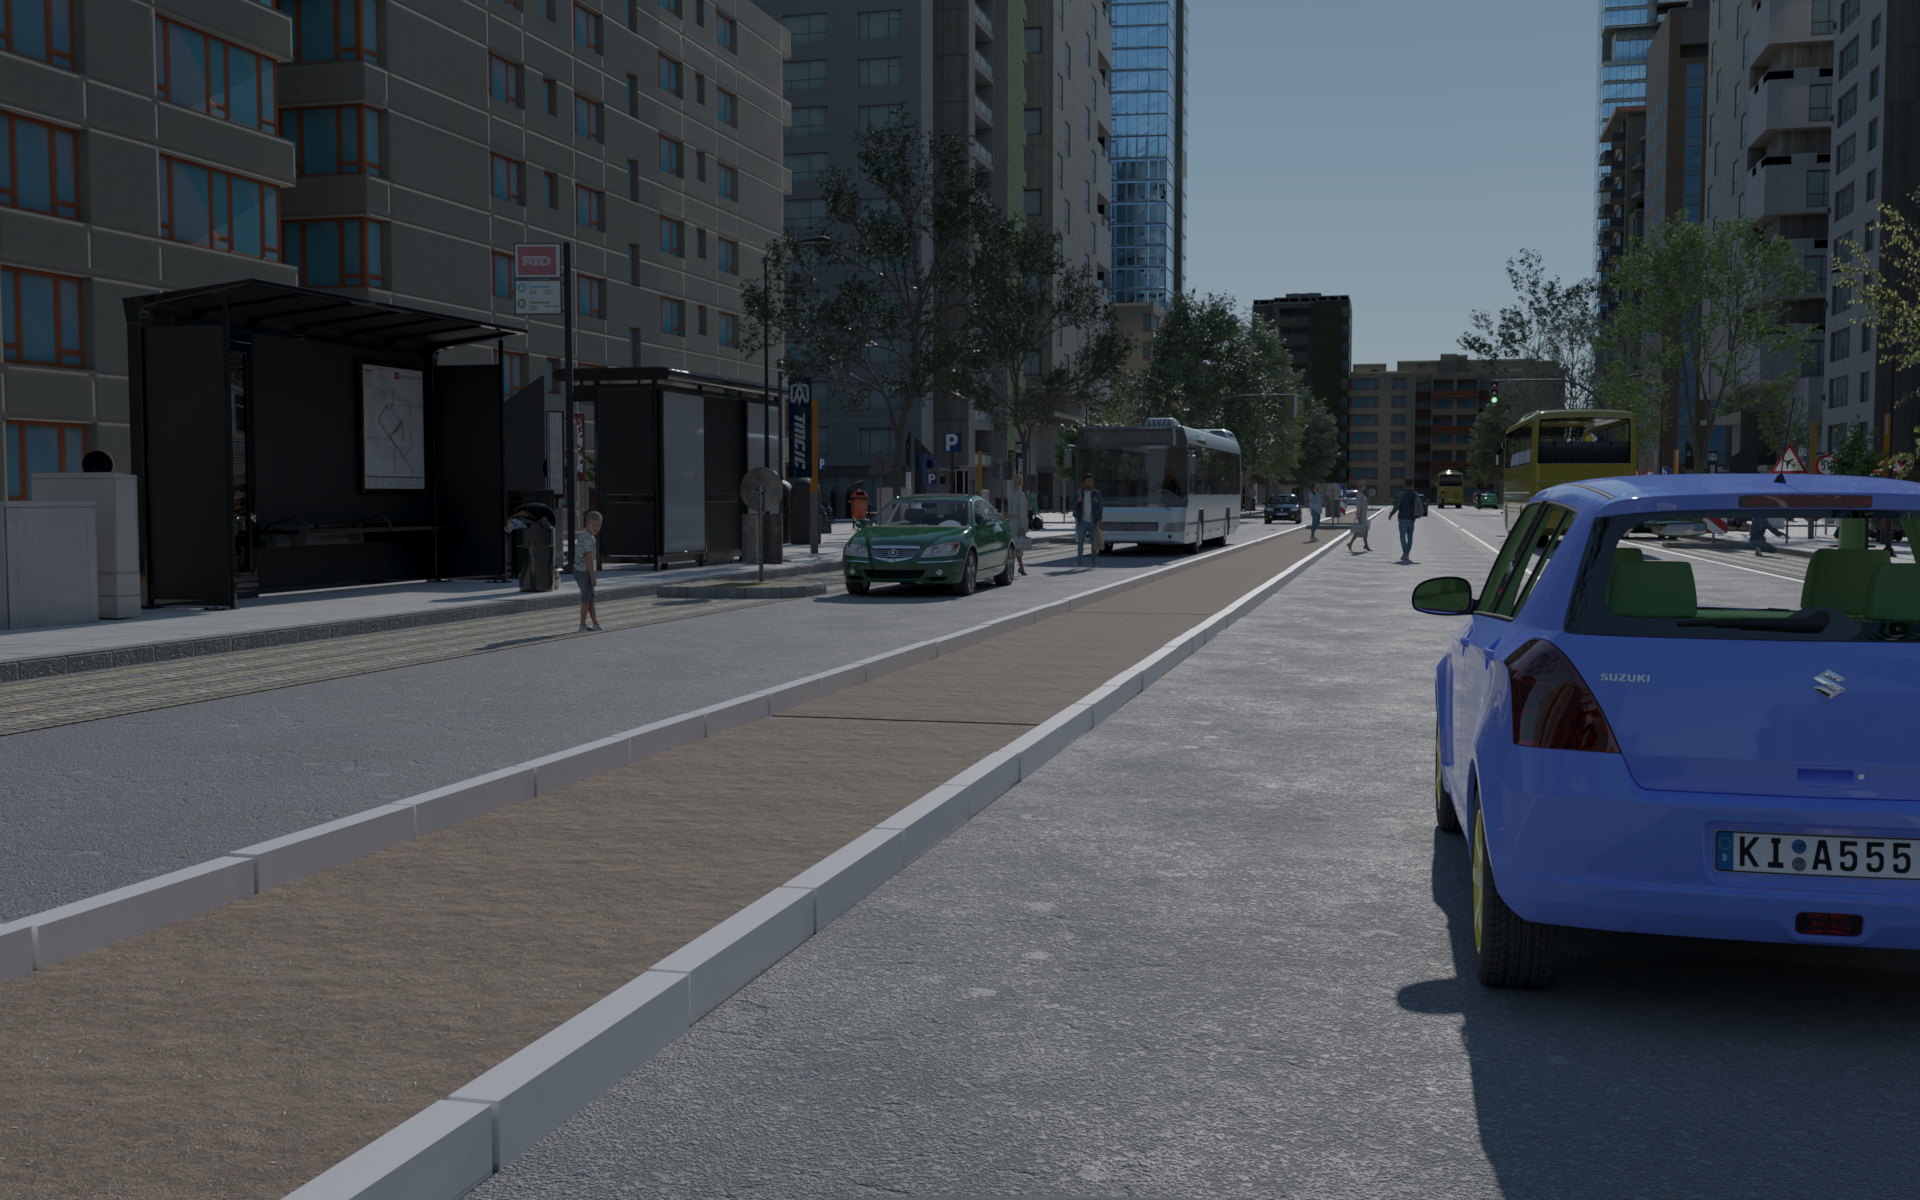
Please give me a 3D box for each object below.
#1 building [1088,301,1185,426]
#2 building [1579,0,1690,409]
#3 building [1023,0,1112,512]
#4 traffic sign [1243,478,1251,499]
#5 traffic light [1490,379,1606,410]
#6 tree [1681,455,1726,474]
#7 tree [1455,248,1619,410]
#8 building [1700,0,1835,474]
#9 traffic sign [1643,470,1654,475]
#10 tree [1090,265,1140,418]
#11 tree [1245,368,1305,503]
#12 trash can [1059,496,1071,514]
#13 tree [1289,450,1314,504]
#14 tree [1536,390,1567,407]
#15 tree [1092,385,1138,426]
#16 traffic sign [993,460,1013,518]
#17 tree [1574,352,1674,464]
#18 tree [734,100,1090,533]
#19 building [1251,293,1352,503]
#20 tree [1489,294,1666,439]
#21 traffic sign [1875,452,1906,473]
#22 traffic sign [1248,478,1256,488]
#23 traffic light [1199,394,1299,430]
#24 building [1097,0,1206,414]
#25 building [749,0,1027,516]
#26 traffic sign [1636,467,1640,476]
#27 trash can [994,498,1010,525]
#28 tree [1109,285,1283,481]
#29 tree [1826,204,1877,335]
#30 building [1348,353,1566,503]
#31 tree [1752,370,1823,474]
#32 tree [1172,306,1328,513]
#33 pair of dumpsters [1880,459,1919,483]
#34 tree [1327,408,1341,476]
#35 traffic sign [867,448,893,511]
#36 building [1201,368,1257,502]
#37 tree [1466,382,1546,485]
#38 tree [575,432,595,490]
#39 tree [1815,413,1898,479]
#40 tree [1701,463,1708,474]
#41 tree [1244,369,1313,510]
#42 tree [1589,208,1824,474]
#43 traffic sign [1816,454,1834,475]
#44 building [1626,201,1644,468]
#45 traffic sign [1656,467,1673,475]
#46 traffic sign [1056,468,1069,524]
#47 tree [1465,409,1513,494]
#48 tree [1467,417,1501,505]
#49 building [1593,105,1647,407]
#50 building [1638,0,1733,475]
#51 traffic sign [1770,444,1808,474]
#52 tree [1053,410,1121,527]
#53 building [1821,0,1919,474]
[{"bbox_3d":[7.573,-20.084,173.418,27.650,21.520,28.899,1,4,14],"label":"building"},{"bbox_3d":[101.132,-56.817,241.625,31.000,86.520,22.319,1,4,14],"label":"building"},{"bbox_3d":[-3.458,-33.234,132.616,28.713,52.752,27.495,1,4,14],"label":"building"},{"bbox_3d":[21.968,-8.149,133.341,0.768,2.556,0.104,1,4,16],"label":"traffic sign"},{"bbox_3d":[23.335,-5.727,68.297,4.771,5.953,1.251,1,4,14],"label":"traffic light"},{"bbox_3d":[59.217,-9.425,137.806,4.285,4.588,4.351,0,3,0],"label":"tree"},{"bbox_3d":[44.422,-17.133,136.014,12.611,20.169,13.585,0,3,0],"label":"tree"},{"bbox_3d":[67.413,-32.347,118.112,28.713,52.752,27.495,1,4,14],"label":"building"},{"bbox_3d":[36.851,-5.656,92.574,0.768,2.556,0.104,1,4,17],"label":"traffic sign"},{"bbox_3d":[2.383,-7.525,57.443,8.767,10.594,7.601,3,5,39],"label":"tree"},{"bbox_3d":[26.591,-14.214,150.533,7.486,12.596,7.792,0,3,0],"label":"tree"},{"bbox_3d":[6.775,-6.129,111.869,0.748,1.137,0.748,0,3,0],"label":"trash can"},{"bbox_3d":[43.990,-16.544,220.853,4.360,8.622,3.978,0,3,0],"label":"tree"},{"bbox_3d":[41.394,-10.424,120.791,4.737,8.622,4.395,0,3,0],"label":"tree"},{"bbox_3d":[9.727,-9.716,109.221,4.360,8.622,3.978,0,3,0],"label":"tree"},{"bbox_3d":[1.266,-3.017,51.456,0.606,2.300,0.079,1,4,19],"label":"traffic sign"},{"bbox_3d":[34.693,-8.531,89.841,4.737,8.622,4.395,0,3,0],"label":"tree"},{"bbox_3d":[-1.679,-6.586,42.087,8.767,10.594,7.601,1,4,10],"label":"tree"},{"bbox_3d":[49.729,-29.391,252.247,14.107,30.474,14.160,1,4,14],"label":"building"},{"bbox_3d":[38.056,-12.046,107.319,12.009,13.543,11.850,0,3,0],"label":"tree"},{"bbox_3d":[24.022,-2.744,44.875,0.884,2.594,0.081,1,4,20],"label":"traffic sign"},{"bbox_3d":[22.480,-8.181,133.864,0.768,2.556,0.104,1,4,22],"label":"traffic sign"},{"bbox_3d":[13.044,-6.403,79.353,4.771,5.953,1.251,1,4,14],"label":"traffic light"},{"bbox_3d":[15.237,-54.913,210.490,31.000,86.520,22.319,1,4,14],"label":"building"},{"bbox_3d":[-4.422,-25.592,102.022,14.154,41.232,14.086,1,4,14],"label":"building"},{"bbox_3d":[29.847,-4.708,77.083,0.768,2.556,0.104,1,4,17],"label":"traffic sign"},{"bbox_3d":[1.692,-3.481,68.564,0.748,1.137,0.748,0,3,0],"label":"trash can"},{"bbox_3d":[13.022,-10.903,95.265,9.611,12.733,9.660,0,3,0],"label":"tree"},{"bbox_3d":[17.953,-4.903,30.523,4.360,8.622,3.978,0,3,0],"label":"tree"},{"bbox_3d":[72.468,-25.049,254.591,28.899,21.520,27.650,1,4,14],"label":"building"},{"bbox_3d":[48.661,-9.280,102.086,4.737,8.622,4.395,0,3,0],"label":"tree"},{"bbox_3d":[19.144,-13.015,119.442,9.857,13.997,8.962,0,3,0],"label":"tree"},{"bbox_3d":[25.143,-2.749,47.432,1.574,2.255,4.437,1,4,14],"label":"pair of dumpsters"},{"bbox_3d":[39.014,-17.750,196.863,9.857,13.997,8.962,0,3,0],"label":"tree"},{"bbox_3d":[-2.264,-3.015,49.295,0.884,2.594,0.081,1,4,22],"label":"traffic sign"},{"bbox_3d":[30.235,-25.680,264.908,28.899,21.520,27.650,1,4,14],"label":"building"},{"bbox_3d":[60.406,-17.354,190.386,9.857,13.997,8.962,0,3,0],"label":"tree"},{"bbox_3d":[-9.465,-3.165,46.346,1.663,3.219,1.824,0,3,0],"label":"tree"},{"bbox_3d":[21.445,-2.869,41.509,1.663,3.219,1.824,0,3,0],"label":"tree"},{"bbox_3d":[38.907,-5.855,90.325,1.663,3.219,1.824,0,3,0],"label":"tree"},{"bbox_3d":[23.743,-13.068,139.425,9.928,11.665,9.643,0,3,0],"label":"tree"},{"bbox_3d":[26.618,-8.334,62.014,9.928,11.665,9.643,0,3,0],"label":"tree"},{"bbox_3d":[27.354,-3.335,54.640,0.768,2.556,0.104,1,4,20],"label":"traffic sign"},{"bbox_3d":[73.036,-24.430,171.129,14.160,30.474,14.107,1,4,14],"label":"building"},{"bbox_3d":[32.582,-4.898,80.189,0.768,2.556,0.104,1,4,22],"label":"traffic sign"},{"bbox_3d":[4.460,-4.525,74.094,0.768,2.556,0.104,1,4,15],"label":"traffic sign"},{"bbox_3d":[67.502,-18.292,217.206,7.486,12.596,7.792,0,3,0],"label":"tree"},{"bbox_3d":[64.362,-16.639,206.455,8.767,10.594,7.601,2,4,30],"label":"tree"},{"bbox_3d":[82.365,-32.807,191.023,22.147,44.769,28.867,1,4,14],"label":"building"},{"bbox_3d":[69.990,-30.973,156.519,14.600,45.320,14.200,1,4,14],"label":"building"},{"bbox_3d":[21.328,-2.728,44.609,0.884,2.594,0.081,1,4,16],"label":"traffic sign"},{"bbox_3d":[5.019,-5.076,66.703,4.285,4.588,4.351,0,3,0],"label":"tree"},{"bbox_3d":[52.972,-19.316,87.511,14.107,30.474,14.160,1,4,14],"label":"building"}]
